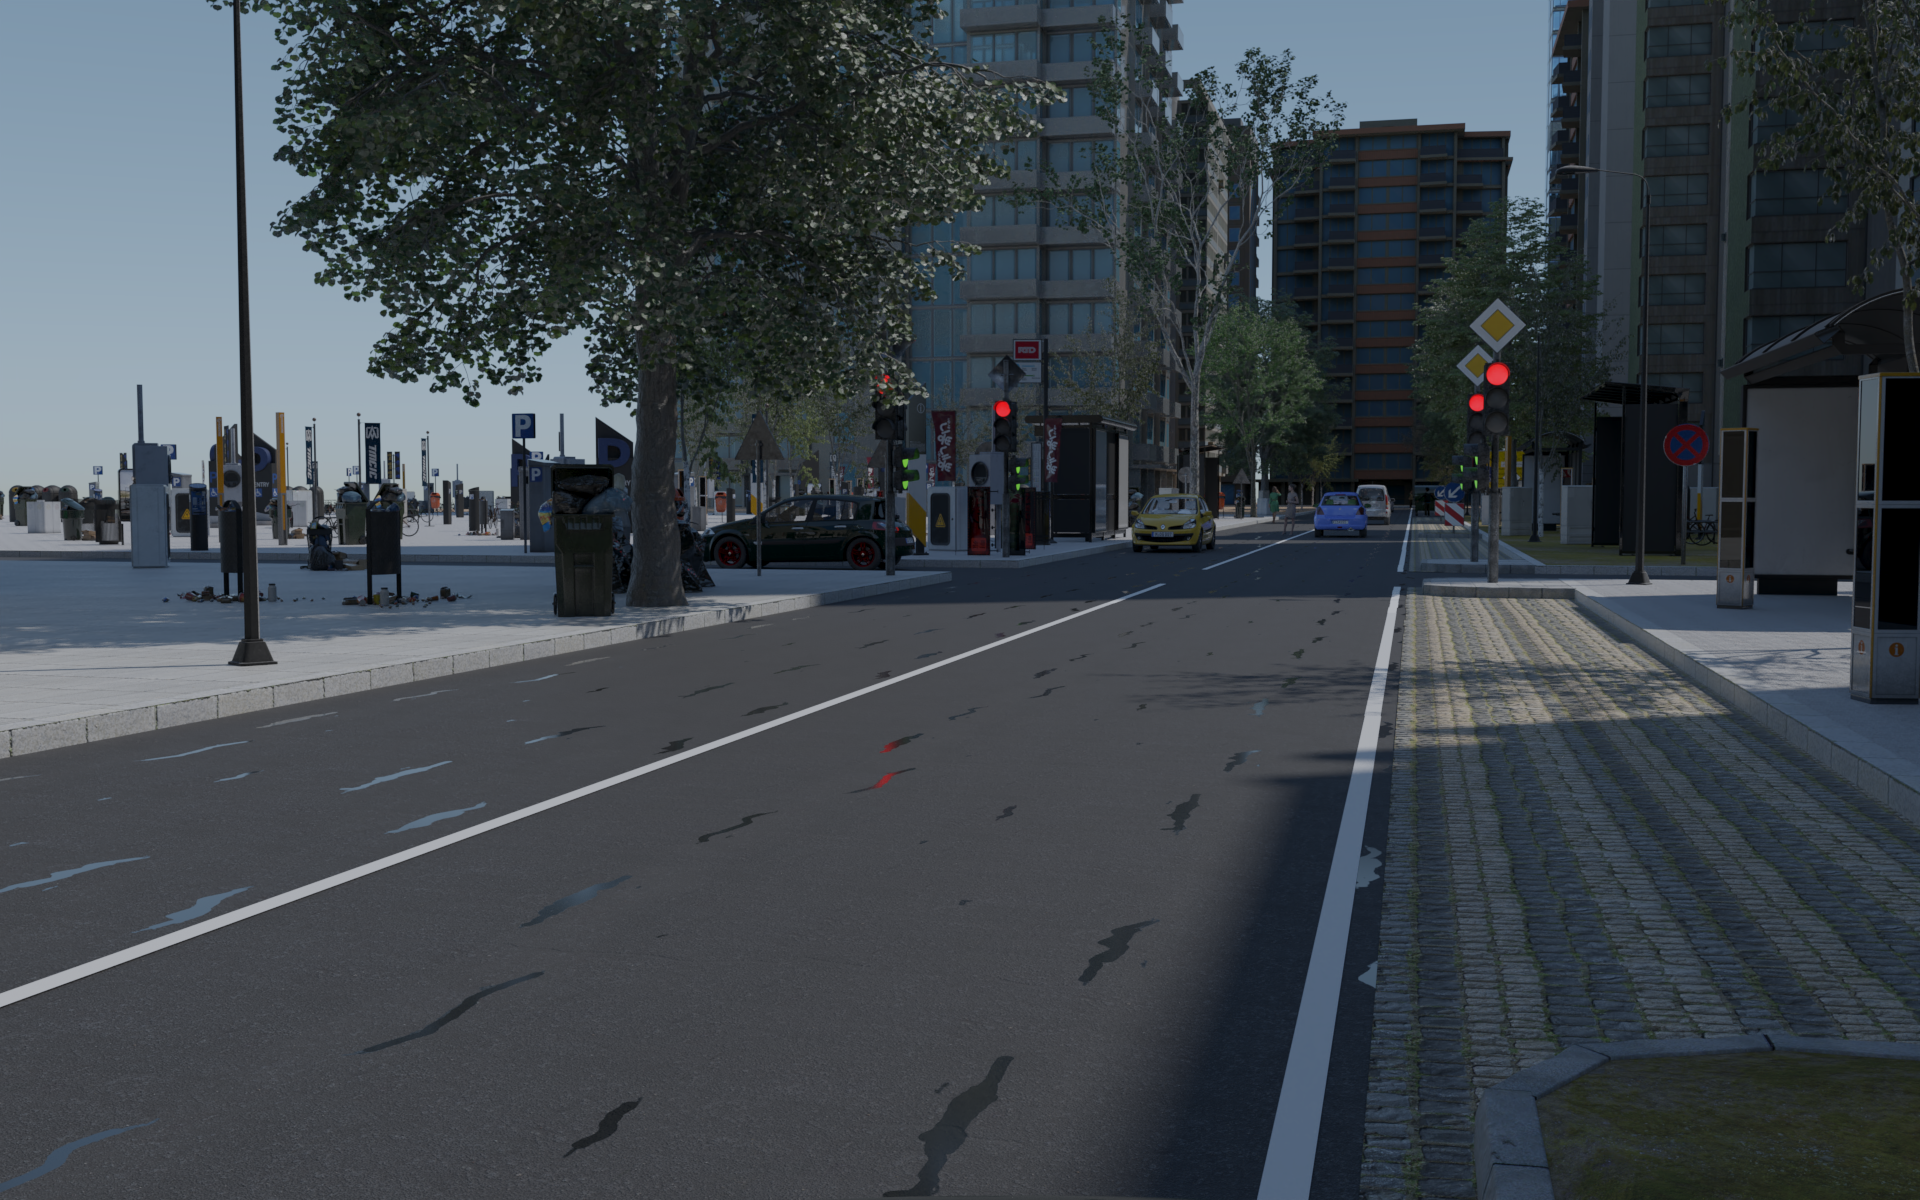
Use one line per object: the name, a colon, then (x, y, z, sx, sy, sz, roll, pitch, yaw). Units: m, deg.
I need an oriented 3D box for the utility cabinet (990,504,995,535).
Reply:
utility cabinet: (1.018, -2.615, 53.918, 1.020, 1.237, 0.306, -1, 4, -20)

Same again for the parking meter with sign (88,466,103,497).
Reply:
parking meter with sign: (-53.364, -6.754, 106.692, 0.543, 3.016, 1.738, 0, 4, -8)

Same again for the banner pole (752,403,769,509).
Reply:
banner pole: (-5.468, -3.532, 47.765, 0.401, 3.779, 0.863, 2, 4, 34)

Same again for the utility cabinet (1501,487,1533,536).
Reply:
utility cabinet: (17.078, -2.715, 53.069, 1.173, 1.500, 0.318, -3, 4, -39)

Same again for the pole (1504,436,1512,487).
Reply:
pole: (19.278, -4.105, 60.965, 0.158, 3.312, 0.155, 0, 3, 0)

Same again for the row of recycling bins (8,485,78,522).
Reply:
row of recycling bins: (-41.896, -4.409, 79.203, 3.534, 1.692, 1.069, 1, 4, 14)

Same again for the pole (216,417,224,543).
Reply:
pole: (-19.511, -3.171, 45.691, 0.158, 3.312, 0.155, 0, 3, 0)

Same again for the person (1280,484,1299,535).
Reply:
person: (11.450, -3.138, 60.147, 0.374, 1.781, 0.599, -2, 4, -34)

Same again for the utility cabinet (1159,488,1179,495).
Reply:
utility cabinet: (7.664, -3.351, 63.472, 0.318, 1.500, 1.173, -1, 4, -16)

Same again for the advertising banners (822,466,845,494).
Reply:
advertising banners: (-8.166, -6.896, 108.935, 2.074, 3.025, 0.090, -2, 4, -26)

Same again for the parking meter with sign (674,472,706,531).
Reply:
parking meter with sign: (-9.582, -3.894, 59.922, 1.738, 3.016, 0.543, 2, 4, 27)

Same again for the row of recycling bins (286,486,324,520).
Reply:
row of recycling bins: (-33.597, -4.917, 87.501, 3.534, 1.692, 1.069, 2, 4, 24)

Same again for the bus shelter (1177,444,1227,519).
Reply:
bus shelter: (11.876, -5.727, 84.912, 1.731, 3.624, 6.357, 1, 4, 15)

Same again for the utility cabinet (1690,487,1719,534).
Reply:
utility cabinet: (23.727, -2.864, 55.503, 0.318, 1.500, 1.173, -3, 4, -39)

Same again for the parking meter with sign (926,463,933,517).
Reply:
parking meter with sign: (-1.850, -6.189, 97.450, 0.543, 3.016, 1.738, -1, 4, -16)

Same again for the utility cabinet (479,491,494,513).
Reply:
utility cabinet: (-30.229, -6.203, 110.095, 1.173, 1.500, 0.318, 0, 4, 4)

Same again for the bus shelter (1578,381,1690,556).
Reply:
bus shelter: (14.990, -2.905, 38.772, 1.731, 3.624, 6.357, 1, 4, 15)

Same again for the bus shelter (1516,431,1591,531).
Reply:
bus shelter: (19.736, -3.910, 57.860, 2.014, 3.302, 5.546, 1, 4, 15)

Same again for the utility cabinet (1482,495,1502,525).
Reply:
utility cabinet: (21.972, -3.694, 71.564, 0.306, 1.237, 1.020, -1, 4, -17)

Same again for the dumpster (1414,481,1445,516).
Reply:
dumpster: (30.507, -6.582, 112.566, 1.985, 2.255, 1.502, 1, 4, 14)

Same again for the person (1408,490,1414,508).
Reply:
person: (46.448, -10.376, 178.244, 0.705, 1.812, 1.348, 3, 5, 41)

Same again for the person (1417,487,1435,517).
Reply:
person: (29.406, -6.175, 109.089, 1.348, 1.869, 0.705, -1, 4, -18)

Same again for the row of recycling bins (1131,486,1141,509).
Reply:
row of recycling bins: (8.747, -5.190, 91.967, 1.069, 1.692, 3.534, -1, 4, -11)

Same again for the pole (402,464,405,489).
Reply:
pole: (-37.401, -7.502, 116.501, 0.158, 3.312, 0.155, 0, 3, 0)

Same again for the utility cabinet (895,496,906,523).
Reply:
utility cabinet: (-1.592, -1.947, 42.998, 0.306, 1.237, 1.020, -1, 4, -15)

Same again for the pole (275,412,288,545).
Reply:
pole: (-16.928, -3.019, 43.209, 0.158, 3.312, 0.155, 0, 3, 0)

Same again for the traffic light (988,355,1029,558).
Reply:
traffic light: (0.946, -2.815, 34.943, 0.839, 4.253, 0.868, 1, 4, 15)

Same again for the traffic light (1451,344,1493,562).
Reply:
traffic light: (9.715, -2.676, 32.667, 0.839, 4.253, 0.868, 1, 4, 15)

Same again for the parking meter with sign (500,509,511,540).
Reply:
parking meter with sign: (-12.000, -3.198, 48.548, 1.738, 3.016, 0.543, 0, 4, -6)

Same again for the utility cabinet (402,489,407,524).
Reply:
utility cabinet: (-23.897, -3.947, 73.212, 0.318, 1.500, 1.173, 1, 4, 22)

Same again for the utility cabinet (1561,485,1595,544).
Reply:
utility cabinet: (15.870, -2.157, 43.954, 1.173, 1.500, 0.318, -1, 4, -12)

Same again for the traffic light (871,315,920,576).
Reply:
traffic light: (-1.081, -2.342, 27.219, 0.839, 4.253, 0.868, 1, 4, 15)

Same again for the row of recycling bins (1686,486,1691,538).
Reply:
row of recycling bins: (20.769, -2.675, 50.842, 1.069, 1.692, 3.534, 1, 4, 18)

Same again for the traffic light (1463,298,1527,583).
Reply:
traffic light: (7.688, -2.203, 24.942, 0.839, 4.253, 0.868, 1, 4, 15)

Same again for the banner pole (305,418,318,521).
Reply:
banner pole: (-21.157, -4.069, 56.549, 0.401, 3.779, 0.863, 0, 4, 7)

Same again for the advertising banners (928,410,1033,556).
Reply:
advertising banners: (0.423, -2.442, 36.121, 2.074, 3.025, 0.090, 1, 4, 8)

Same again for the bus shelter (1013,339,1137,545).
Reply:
bus shelter: (3.087, -4.260, 47.279, 2.179, 5.291, 8.768, 1, 4, 15)

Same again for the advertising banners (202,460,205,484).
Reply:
advertising banners: (-39.502, -5.740, 90.035, 0.090, 3.025, 2.074, -2, 4, -35)

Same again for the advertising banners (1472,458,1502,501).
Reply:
advertising banners: (24.285, -5.059, 78.903, 2.074, 3.025, 0.090, 2, 4, 31)

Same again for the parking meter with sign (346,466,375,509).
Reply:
parking meter with sign: (-39.979, -7.299, 115.602, 1.738, 3.016, 0.543, 0, 4, 7)

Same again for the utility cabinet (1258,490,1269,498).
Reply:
utility cabinet: (18.479, -5.917, 105.424, 0.318, 1.500, 1.173, 2, 4, 28)

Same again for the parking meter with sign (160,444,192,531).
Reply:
parking meter with sign: (-27.534, -3.980, 61.342, 0.543, 3.016, 1.738, 0, 4, 6)

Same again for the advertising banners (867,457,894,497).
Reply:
advertising banners: (-3.793, -5.270, 82.357, 0.090, 3.025, 2.074, 3, 4, 36)

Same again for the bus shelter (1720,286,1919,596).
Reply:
bus shelter: (10.068, -1.564, 19.492, 2.014, 3.302, 5.546, 1, 4, 15)

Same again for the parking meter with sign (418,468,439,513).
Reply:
parking meter with sign: (-35.954, -7.392, 117.118, 0.543, 3.016, 1.738, 1, 4, 18)

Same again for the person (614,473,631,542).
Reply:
person: (-6.118, -1.363, 30.974, 0.537, 1.800, 0.526, 1, 4, 20)

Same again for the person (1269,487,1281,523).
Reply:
person: (15.329, -4.633, 84.499, 0.600, 1.795, 0.529, 1, 4, 23)

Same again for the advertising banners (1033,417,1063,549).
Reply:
advertising banners: (1.546, -2.690, 40.173, 2.074, 3.025, 0.090, 3, 5, 41)

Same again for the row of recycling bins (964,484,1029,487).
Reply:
row of recycling bins: (1.575, -4.175, 75.375, 3.534, 1.692, 1.069, 2, 4, 32)

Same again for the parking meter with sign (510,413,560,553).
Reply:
parking meter with sign: (-9.135, -2.564, 38.190, 0.543, 3.016, 1.738, 1, 4, 19)
